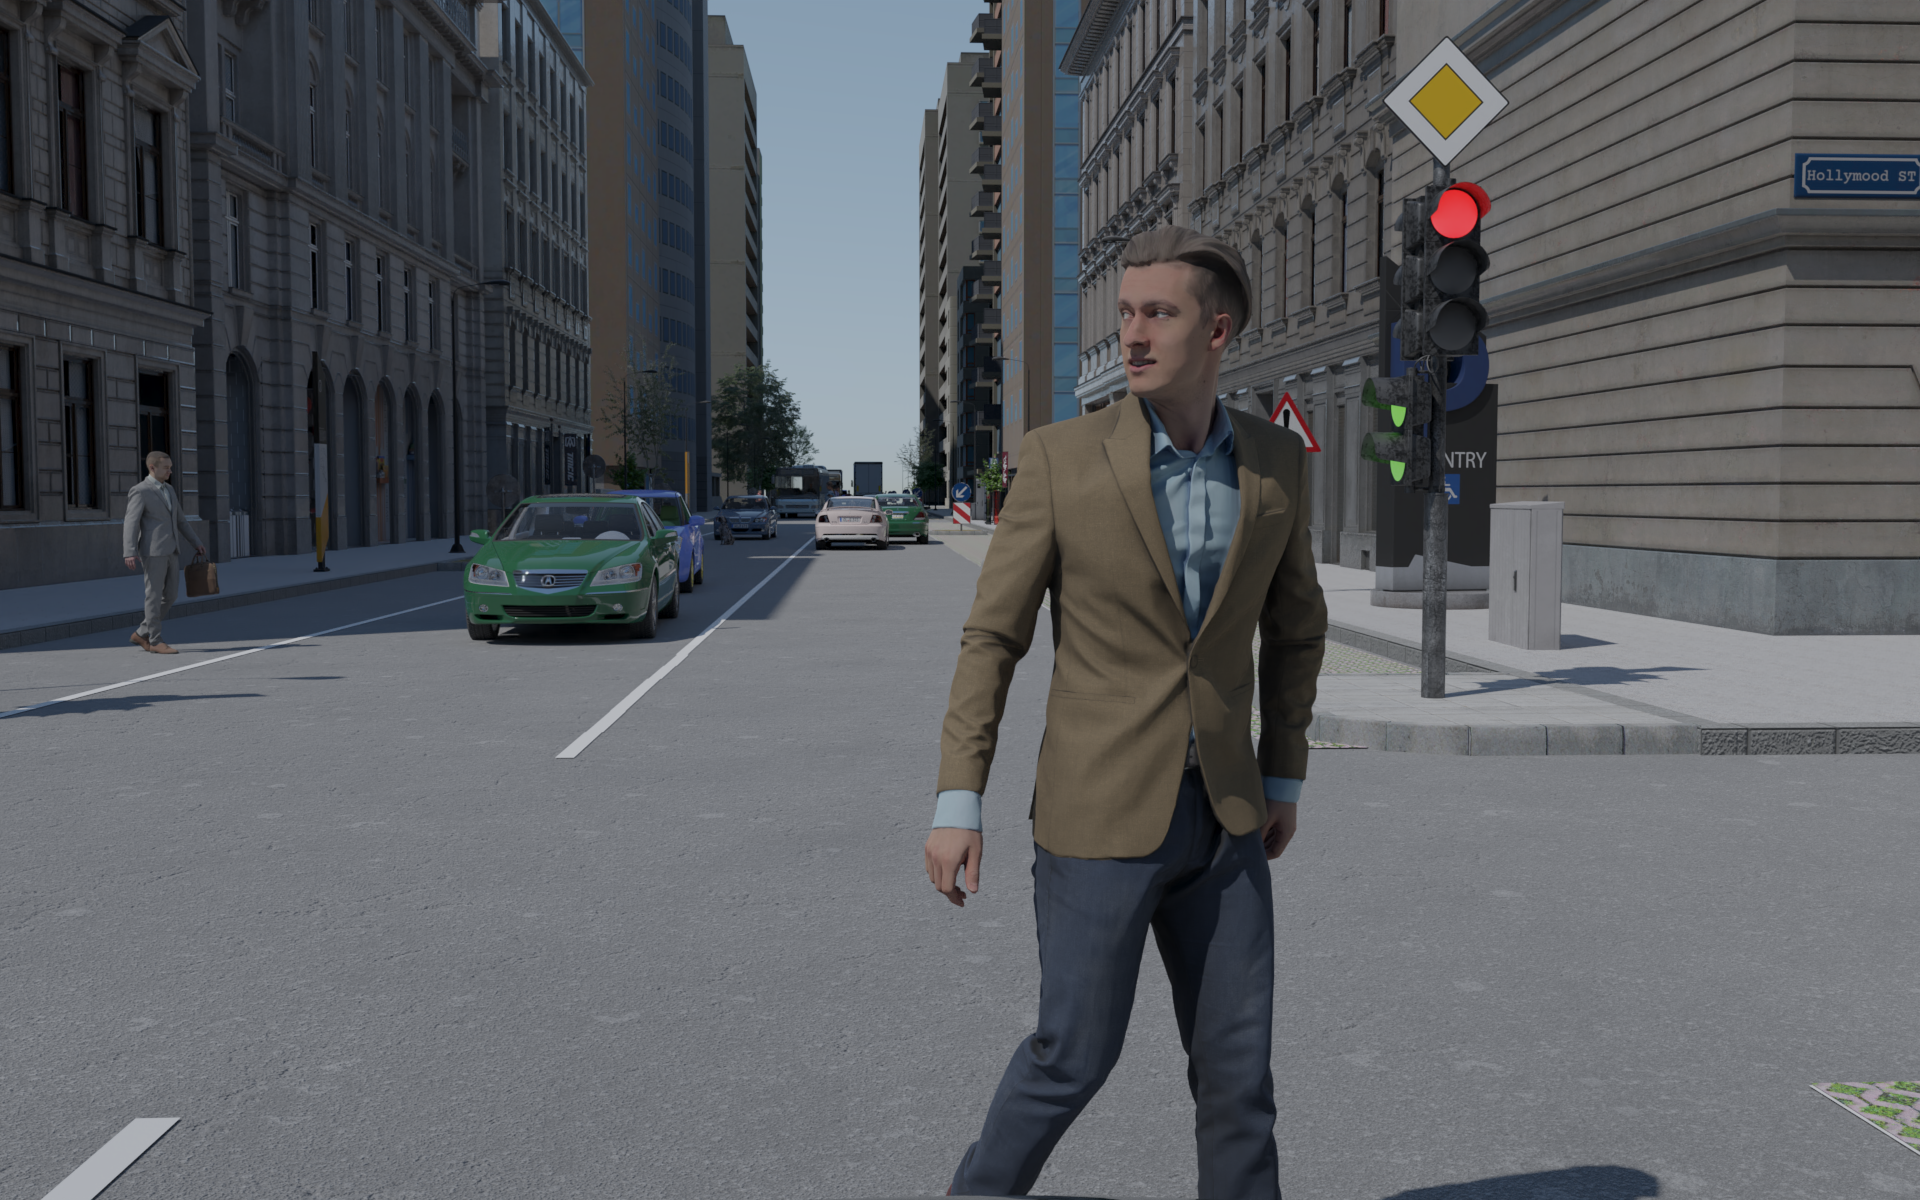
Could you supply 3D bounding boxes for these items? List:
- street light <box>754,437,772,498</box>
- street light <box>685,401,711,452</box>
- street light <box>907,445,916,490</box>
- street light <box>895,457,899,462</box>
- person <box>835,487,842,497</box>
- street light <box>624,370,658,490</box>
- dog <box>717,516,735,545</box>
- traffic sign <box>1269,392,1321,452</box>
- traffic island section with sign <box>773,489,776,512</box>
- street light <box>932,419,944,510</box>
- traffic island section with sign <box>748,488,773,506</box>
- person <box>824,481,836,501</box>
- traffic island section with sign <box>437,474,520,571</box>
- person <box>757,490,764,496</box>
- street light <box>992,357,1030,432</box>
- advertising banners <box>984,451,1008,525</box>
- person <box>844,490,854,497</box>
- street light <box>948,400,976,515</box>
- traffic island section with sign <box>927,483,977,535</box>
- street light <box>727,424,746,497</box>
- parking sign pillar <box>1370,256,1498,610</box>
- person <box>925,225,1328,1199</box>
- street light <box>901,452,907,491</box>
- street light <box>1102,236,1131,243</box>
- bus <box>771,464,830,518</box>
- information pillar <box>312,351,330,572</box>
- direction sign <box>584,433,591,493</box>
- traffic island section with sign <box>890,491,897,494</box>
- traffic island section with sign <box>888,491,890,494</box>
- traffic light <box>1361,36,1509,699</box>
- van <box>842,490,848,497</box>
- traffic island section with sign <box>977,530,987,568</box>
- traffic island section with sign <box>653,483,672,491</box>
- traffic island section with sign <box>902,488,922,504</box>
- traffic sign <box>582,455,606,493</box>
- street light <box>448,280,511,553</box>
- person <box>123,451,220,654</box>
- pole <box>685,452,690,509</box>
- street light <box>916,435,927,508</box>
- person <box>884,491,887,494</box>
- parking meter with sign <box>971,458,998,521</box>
[{"bbox_3d":[-16.307,-10.373,142.139,1.470,5.913,1.316,0,4,-3],"label":"street light"},{"bbox_3d":[-13.113,-6.968,86.468,1.470,5.913,1.316,0,4,-3],"label":"street light"},{"bbox_3d":[-4.018,-11.610,162.361,1.470,5.913,1.316,0,4,-3],"label":"street light"},{"bbox_3d":[-7.066,-15.002,217.815,1.470,5.913,1.316,0,4,-3],"label":"street light"},{"bbox_3d":[-6.860,-5.461,97.650,0.599,1.838,0.709,2,4,31],"label":"person"},{"bbox_3d":[-11.986,-5.645,64.832,1.470,5.913,1.316,0,4,-3],"label":"street light"},{"bbox_3d":[-6.609,-1.952,48.760,0.513,0.831,0.800,0,4,-6],"label":"dog"},{"bbox_3d":[4.159,-1.354,22.141,0.884,2.594,0.081,0,4,3],"label":"traffic sign"},{"bbox_3d":[-14.600,-7.862,137.167,1.989,1.847,2.006,0,4,-3],"label":"traffic island section with sign"},{"bbox_3d":[-0.959,-8.254,107.501,1.470,5.913,1.316,0,4,-3],"label":"street light"},{"bbox_3d":[-13.052,-6.175,109.583,1.989,1.847,2.006,0,4,-3],"label":"traffic island section with sign"},{"bbox_3d":[-3.881,-2.678,52.386,0.778,1.811,0.616,1,4,20],"label":"person"},{"bbox_3d":[-8.790,-1.501,33.168,1.989,1.847,2.006,0,4,-3],"label":"traffic island section with sign"},{"bbox_3d":[-10.333,-4.880,89.762,0.593,1.643,0.415,2,4,24],"label":"person"},{"bbox_3d":[1.789,-5.274,58.766,1.470,5.913,1.316,0,4,-3],"label":"street light"},{"bbox_3d":[1.517,-4.624,71.792,0.090,3.025,2.074,-2,4,-26],"label":"advertising banners"},{"bbox_3d":[-8.190,-7.238,127.557,1.217,1.743,0.721,-1,4,-10],"label":"person"},{"bbox_3d":[0.198,-6.935,85.920,1.470,5.913,1.316,0,4,-3],"label":"street light"},{"bbox_3d":[-0.097,-3.184,60.688,1.989,1.847,2.006,0,4,-3],"label":"traffic island section with sign"},{"bbox_3d":[-14.854,-8.701,114.801,1.470,5.913,1.316,0,4,-3],"label":"street light"},{"bbox_3d":[5.454,-1.915,19.782,1.447,3.967,1.447,-1,4,-14],"label":"parking sign pillar"},{"bbox_3d":[0.266,0.344,2.781,0.836,1.842,0.656,3,5,41],"label":"person"},{"bbox_3d":[-5.566,-13.332,190.517,1.470,5.913,1.316,0,4,-3],"label":"street light"},{"bbox_3d":[3.244,-3.597,31.353,1.470,5.913,1.316,0,4,-3],"label":"street light"},{"bbox_3d":[-9.566,-6.784,105.776,2.948,3.499,13.247,0,4,-2],"label":"bus"},{"bbox_3d":[-10.574,-2.281,28.642,0.183,3.616,0.504,0,4,-6],"label":"information pillar"},{"bbox_3d":[-13.973,-4.464,64.979,0.379,3.537,0.876,-2,4,-26],"label":"direction sign"},{"bbox_3d":[-4.393,-7.896,137.724,1.989,1.847,2.006,0,4,-3],"label":"traffic island section with sign"},{"bbox_3d":[-7.488,-11.285,193.130,1.989,1.847,2.006,0,4,-3],"label":"traffic island section with sign"},{"bbox_3d":[2.965,-1.339,10.811,0.839,4.253,0.868,0,4,-3],"label":"traffic light"},{"bbox_3d":[-16.255,-14.226,236.985,2.240,2.365,5.245,0,4,-2],"label":"van"},{"bbox_3d":[1.427,-1.513,33.361,1.989,1.847,2.006,0,4,-3],"label":"traffic island section with sign"},{"bbox_3d":[-10.302,-3.147,60.081,1.989,1.847,2.006,0,4,-3],"label":"traffic island section with sign"},{"bbox_3d":[-2.833,-6.184,109.729,1.989,1.847,2.006,0,4,-3],"label":"traffic island section with sign"},{"bbox_3d":[-11.770,-3.402,55.731,0.768,2.556,0.104,0,4,3],"label":"traffic sign"},{"bbox_3d":[-10.440,-3.984,37.675,1.470,5.913,1.316,0,4,-3],"label":"street light"},{"bbox_3d":[-7.163,-0.424,15.550,0.853,1.813,0.709,1,4,10],"label":"person"},{"bbox_3d":[-13.181,-5.503,83.815,0.158,3.312,0.155,0,3,0],"label":"pole"},{"bbox_3d":[-2.455,-9.949,135.206,1.470,5.913,1.316,0,4,-3],"label":"street light"},{"bbox_3d":[-8.999,-12.461,212.108,0.599,1.838,0.709,1,4,21],"label":"person"},{"bbox_3d":[1.140,-5.374,84.132,0.543,3.016,1.738,-2,4,-33],"label":"parking meter with sign"}]
